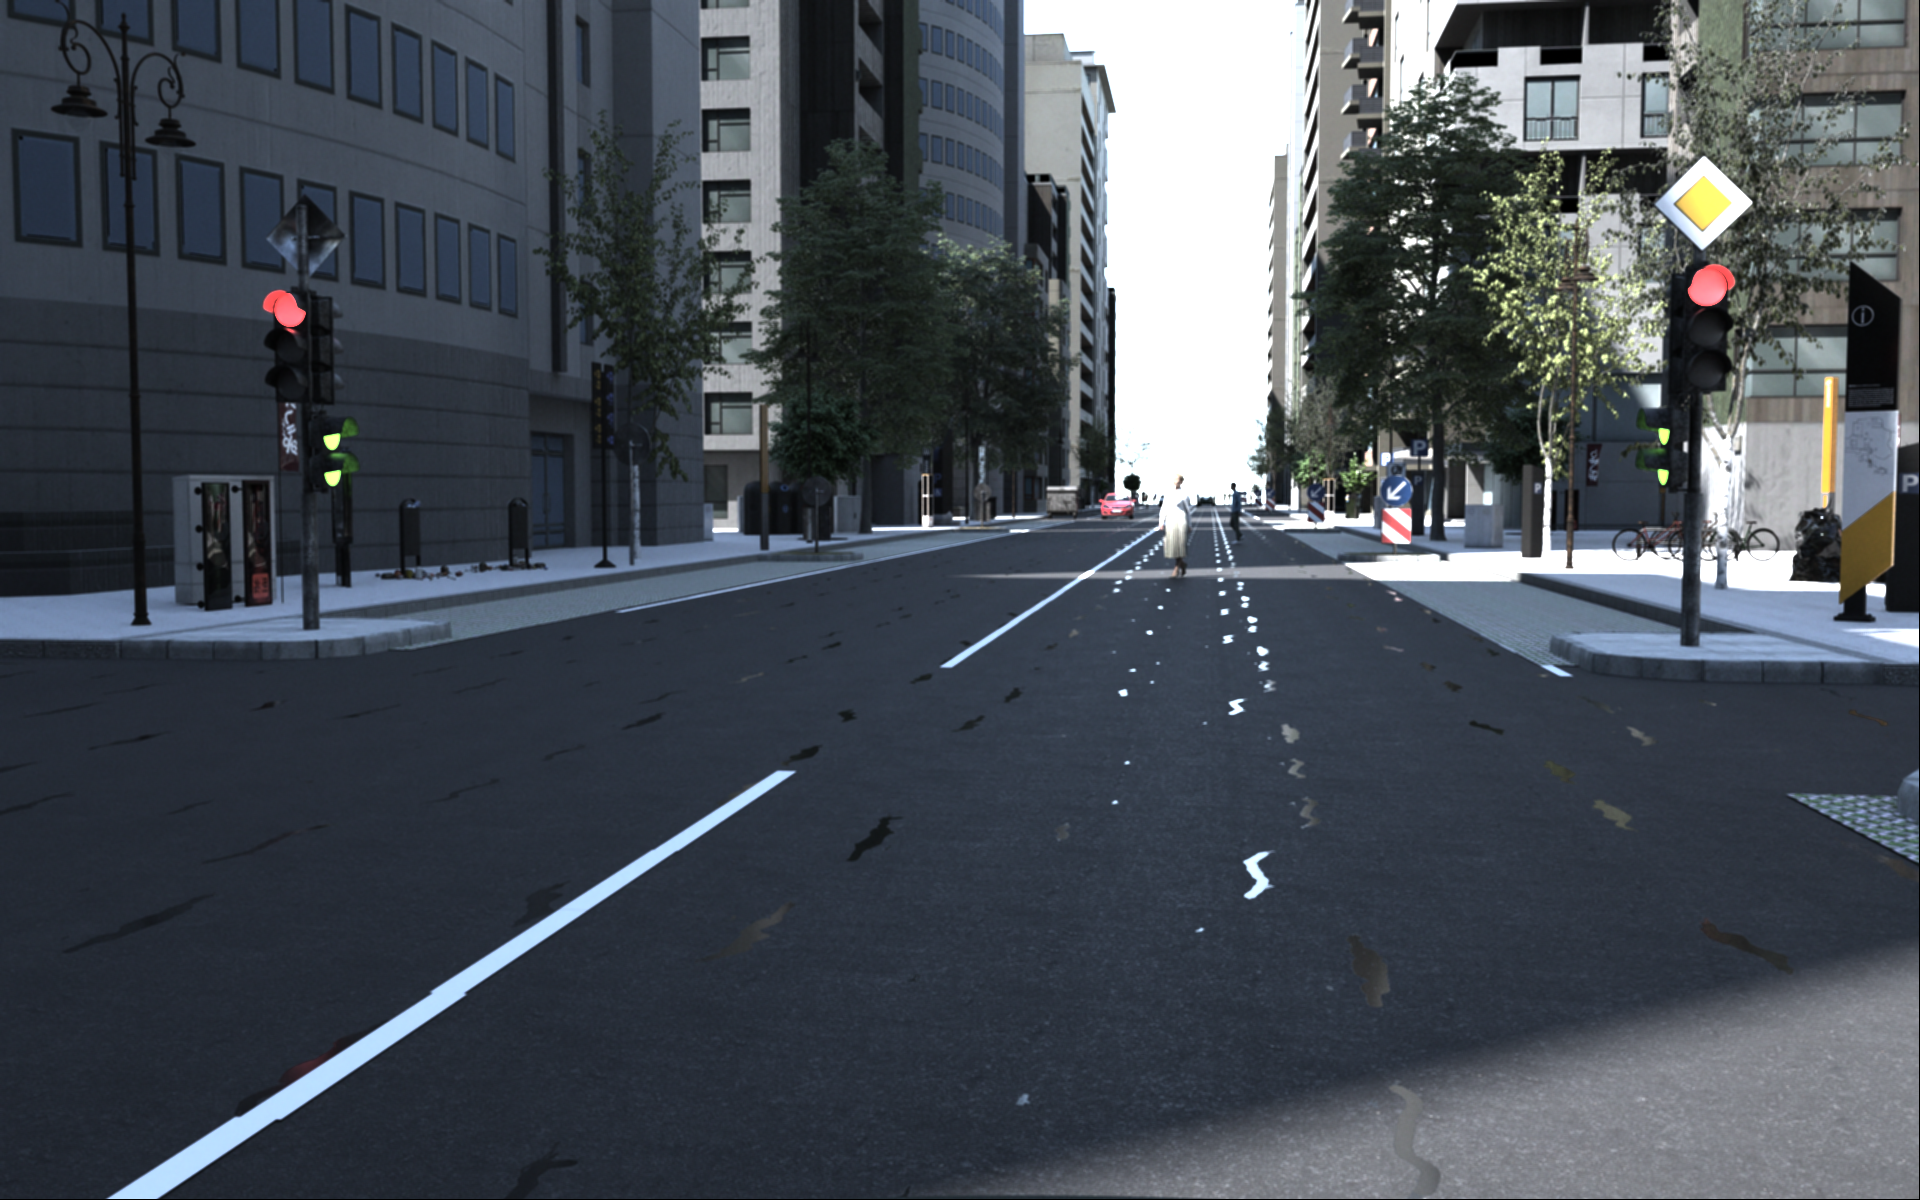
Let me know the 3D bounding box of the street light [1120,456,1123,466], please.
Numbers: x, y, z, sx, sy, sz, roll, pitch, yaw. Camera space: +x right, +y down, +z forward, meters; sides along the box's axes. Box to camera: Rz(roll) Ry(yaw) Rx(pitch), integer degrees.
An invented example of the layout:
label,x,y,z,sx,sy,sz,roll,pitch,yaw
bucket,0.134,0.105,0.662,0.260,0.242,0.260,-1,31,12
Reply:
label,x,y,z,sx,sy,sz,roll,pitch,yaw
street light,18.960,-14.140,203.982,0.468,5.910,1.993,1,4,8

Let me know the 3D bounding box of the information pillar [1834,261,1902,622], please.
label,x,y,z,sx,sy,sz,roll,pitch,yaw
information pillar,9.097,-1.589,17.331,0.504,3.616,0.183,3,5,43

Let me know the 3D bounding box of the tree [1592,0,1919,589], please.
label,x,y,z,sx,sy,sz,roll,pitch,yaw
tree,10.457,-4.464,23.351,4.360,8.622,3.978,0,3,0

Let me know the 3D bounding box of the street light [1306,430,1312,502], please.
label,x,y,z,sx,sy,sz,roll,pitch,yaw
street light,21.410,-8.142,105.911,0.468,5.910,1.993,1,4,8

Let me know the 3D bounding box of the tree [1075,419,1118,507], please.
label,x,y,z,sx,sy,sz,roll,pitch,yaw
tree,12.931,-13.277,167.436,4.737,8.622,4.395,0,3,0

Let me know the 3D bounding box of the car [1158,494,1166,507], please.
label,x,y,z,sx,sy,sz,roll,pitch,yaw
car,23.501,-11.449,196.983,2.009,1.686,4.222,1,4,10

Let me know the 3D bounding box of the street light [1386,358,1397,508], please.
label,x,y,z,sx,sy,sz,roll,pitch,yaw
street light,14.538,-5.237,58.415,0.468,5.910,1.993,1,4,8

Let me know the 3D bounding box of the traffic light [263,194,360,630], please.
label,x,y,z,sx,sy,sz,roll,pitch,yaw
traffic light,-6.130,-1.674,16.291,0.839,4.253,0.868,1,4,8

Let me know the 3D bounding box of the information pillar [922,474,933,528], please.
label,x,y,z,sx,sy,sz,roll,pitch,yaw
information pillar,-1.208,-3.702,65.022,0.304,2.012,0.304,3,5,39

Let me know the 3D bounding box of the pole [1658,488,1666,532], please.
label,x,y,z,sx,sy,sz,roll,pitch,yaw
pole,23.915,-3.982,58.944,0.158,3.312,0.155,0,3,0

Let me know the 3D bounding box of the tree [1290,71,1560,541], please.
label,x,y,z,sx,sy,sz,roll,pitch,yaw
tree,12.819,-7.911,47.466,7.486,12.596,7.792,0,3,0

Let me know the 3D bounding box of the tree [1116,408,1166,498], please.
label,x,y,z,sx,sy,sz,roll,pitch,yaw
tree,24.493,-20.692,248.689,12.009,13.543,11.850,0,3,0

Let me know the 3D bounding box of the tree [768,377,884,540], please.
label,x,y,z,sx,sy,sz,roll,pitch,yaw
tree,-3.850,-3.977,48.736,4.285,4.588,4.351,0,3,0

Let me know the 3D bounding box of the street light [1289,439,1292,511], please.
label,x,y,z,sx,sy,sz,roll,pitch,yaw
street light,25.729,-9.925,135.068,0.468,5.910,1.993,1,4,8

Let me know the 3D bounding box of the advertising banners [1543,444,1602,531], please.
label,x,y,z,sx,sy,sz,roll,pitch,yaw
advertising banners,21.236,-3.913,60.170,2.074,3.025,0.090,0,4,1

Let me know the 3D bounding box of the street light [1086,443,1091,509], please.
label,x,y,z,sx,sy,sz,roll,pitch,yaw
street light,11.093,-10.853,150.236,0.468,5.910,1.993,1,4,8

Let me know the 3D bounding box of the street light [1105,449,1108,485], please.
label,x,y,z,sx,sy,sz,roll,pitch,yaw
street light,14.758,-12.371,175.059,0.468,5.910,1.993,1,4,8

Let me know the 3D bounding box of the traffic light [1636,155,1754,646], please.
label,x,y,z,sx,sy,sz,roll,pitch,yaw
traffic light,6.156,-1.567,14.539,0.839,4.253,0.868,1,4,8

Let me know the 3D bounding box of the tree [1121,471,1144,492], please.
label,x,y,z,sx,sy,sz,roll,pitch,yaw
tree,23.700,-15.547,237.912,4.285,4.588,4.351,0,3,0

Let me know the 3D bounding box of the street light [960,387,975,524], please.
label,x,y,z,sx,sy,sz,roll,pitch,yaw
street light,0.295,-6.218,74.446,0.468,5.910,1.993,1,4,8

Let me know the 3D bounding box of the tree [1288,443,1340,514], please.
label,x,y,z,sx,sy,sz,roll,pitch,yaw
tree,22.713,-7.790,111.074,4.285,4.588,4.351,0,3,0

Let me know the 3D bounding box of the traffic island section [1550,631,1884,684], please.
label,x,y,z,sx,sy,sz,roll,pitch,yaw
traffic island section,6.194,0.467,14.647,2.009,0.180,2.903,1,4,8

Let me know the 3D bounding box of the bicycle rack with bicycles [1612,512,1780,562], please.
label,x,y,z,sx,sy,sz,roll,pitch,yaw
bicycle rack with bicycles,14.258,-1.232,33.533,2.925,0.926,2.852,2,4,24

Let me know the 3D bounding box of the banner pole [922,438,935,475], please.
label,x,y,z,sx,sy,sz,roll,pitch,yaw
banner pole,-1.361,-5.305,76.753,0.863,3.779,0.401,-3,5,-42

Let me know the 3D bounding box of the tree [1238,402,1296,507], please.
label,x,y,z,sx,sy,sz,roll,pitch,yaw
tree,31.865,-14.668,174.241,8.767,10.594,7.601,3,4,39

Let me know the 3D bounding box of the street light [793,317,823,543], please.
label,x,y,z,sx,sy,sz,roll,pitch,yaw
street light,-3.957,-4.439,45.365,0.468,5.910,1.993,1,4,8

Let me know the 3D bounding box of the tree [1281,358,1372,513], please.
label,x,y,z,sx,sy,sz,roll,pitch,yaw
tree,20.086,-8.730,93.097,4.360,8.622,3.978,0,3,0

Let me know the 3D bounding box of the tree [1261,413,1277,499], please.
label,x,y,z,sx,sy,sz,roll,pitch,yaw
tree,23.228,-10.342,119.459,4.360,8.622,3.978,0,3,0

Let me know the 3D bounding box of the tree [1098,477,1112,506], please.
label,x,y,z,sx,sy,sz,roll,pitch,yaw
tree,15.728,-12.011,190.988,1.663,3.219,1.824,0,3,0

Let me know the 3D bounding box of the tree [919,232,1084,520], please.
label,x,y,z,sx,sy,sz,roll,pitch,yaw
tree,0.859,-10.902,84.903,9.857,13.997,8.962,0,3,0

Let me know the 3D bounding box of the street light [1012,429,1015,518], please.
label,x,y,z,sx,sy,sz,roll,pitch,yaw
street light,2.877,-7.327,92.590,0.468,5.910,1.993,1,4,8

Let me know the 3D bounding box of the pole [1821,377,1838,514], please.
label,x,y,z,sx,sy,sz,roll,pitch,yaw
pole,15.233,-2.234,30.362,0.158,3.312,0.155,0,3,0

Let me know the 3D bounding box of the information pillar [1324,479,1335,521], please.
label,x,y,z,sx,sy,sz,roll,pitch,yaw
information pillar,17.937,-4.851,83.807,0.304,2.012,0.304,0,4,-1

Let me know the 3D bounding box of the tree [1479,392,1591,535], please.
label,x,y,z,sx,sy,sz,roll,pitch,yaw
tree,18.198,-4.361,55.008,4.285,4.588,4.351,0,3,0

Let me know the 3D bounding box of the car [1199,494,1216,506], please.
label,x,y,z,sx,sy,sz,roll,pitch,yaw
car,29.772,-12.067,209.098,2.131,1.459,4.920,1,4,10

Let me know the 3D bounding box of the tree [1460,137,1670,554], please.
label,x,y,z,sx,sy,sz,roll,pitch,yaw
tree,12.757,-5.279,36.666,4.737,8.622,4.395,0,3,0

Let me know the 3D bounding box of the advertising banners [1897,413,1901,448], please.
label,x,y,z,sx,sy,sz,roll,pitch,yaw
advertising banners,20.120,-2.493,36.941,0.090,3.025,2.074,1,4,18

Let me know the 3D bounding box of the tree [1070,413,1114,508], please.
label,x,y,z,sx,sy,sz,roll,pitch,yaw
tree,12.031,-12.607,156.493,4.360,8.622,3.978,0,3,0

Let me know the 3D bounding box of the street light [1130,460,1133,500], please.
label,x,y,z,sx,sy,sz,roll,pitch,yaw
street light,23.100,-15.926,233.169,0.468,5.910,1.993,1,4,8

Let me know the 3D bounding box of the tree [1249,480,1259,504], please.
label,x,y,z,sx,sy,sz,roll,pitch,yaw
tree,40.020,-14.742,235.633,1.663,3.219,1.824,0,3,0

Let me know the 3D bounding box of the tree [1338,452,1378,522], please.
label,x,y,z,sx,sy,sz,roll,pitch,yaw
tree,18.230,-5.234,80.173,1.663,3.219,1.824,0,3,0

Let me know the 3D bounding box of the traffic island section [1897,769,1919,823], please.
label,x,y,z,sx,sy,sz,roll,pitch,yaw
traffic island section,5.053,0.950,6.744,2.009,0.180,2.903,1,4,8

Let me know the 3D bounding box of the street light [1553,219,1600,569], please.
label,x,y,z,sx,sy,sz,roll,pitch,yaw
street light,10.402,-3.462,29.386,0.468,5.910,1.993,1,4,8

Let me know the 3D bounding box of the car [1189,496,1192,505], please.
label,x,y,z,sx,sy,sz,roll,pitch,yaw
car,29.116,-13.039,224.993,2.131,1.459,4.920,0,4,8

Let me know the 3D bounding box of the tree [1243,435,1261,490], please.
label,x,y,z,sx,sy,sz,roll,pitch,yaw
tree,35.321,-15.339,201.149,4.360,8.622,3.978,0,3,0

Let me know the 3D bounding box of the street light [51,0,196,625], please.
label,x,y,z,sx,sy,sz,roll,pitch,yaw
street light,-8.032,-2.693,16.812,0.468,5.910,1.993,1,4,8

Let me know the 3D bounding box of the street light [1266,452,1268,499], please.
label,x,y,z,sx,sy,sz,roll,pitch,yaw
street light,33.043,-13.063,186.371,0.468,5.910,1.993,1,4,8

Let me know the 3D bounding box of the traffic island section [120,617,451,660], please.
label,x,y,z,sx,sy,sz,roll,pitch,yaw
traffic island section,-6.168,0.358,16.431,2.009,0.180,2.903,1,4,8

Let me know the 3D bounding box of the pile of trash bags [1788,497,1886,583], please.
label,x,y,z,sx,sy,sz,roll,pitch,yaw
pile of trash bags,13.747,-1.011,26.282,1.912,1.369,3.447,2,4,33

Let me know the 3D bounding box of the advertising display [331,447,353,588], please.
label,x,y,z,sx,sy,sz,roll,pitch,yaw
advertising display,-8.602,-1.155,24.105,0.123,1.923,0.974,-2,4,-29

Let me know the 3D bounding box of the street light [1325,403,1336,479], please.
label,x,y,z,sx,sy,sz,roll,pitch,yaw
street light,18.727,-7.030,87.727,0.468,5.910,1.993,1,4,8

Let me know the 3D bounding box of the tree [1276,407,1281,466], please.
label,x,y,z,sx,sy,sz,roll,pitch,yaw
tree,20.884,-9.238,101.408,4.360,8.622,3.978,0,3,0

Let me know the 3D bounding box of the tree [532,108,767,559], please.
label,x,y,z,sx,sy,sz,roll,pitch,yaw
tree,-6.162,-5.117,34.022,4.737,8.622,4.395,0,3,0

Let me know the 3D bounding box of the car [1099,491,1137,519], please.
label,x,y,z,sx,sy,sz,roll,pitch,yaw
car,9.072,-5.534,99.524,2.155,1.783,4.494,0,4,6

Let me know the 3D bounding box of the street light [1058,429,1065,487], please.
label,x,y,z,sx,sy,sz,roll,pitch,yaw
street light,7.053,-9.081,121.263,0.468,5.910,1.993,1,4,8

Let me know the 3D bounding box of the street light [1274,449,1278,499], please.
label,x,y,z,sx,sy,sz,roll,pitch,yaw
street light,29.815,-11.698,164.052,0.468,5.910,1.993,1,4,8

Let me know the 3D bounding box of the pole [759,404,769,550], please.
label,x,y,z,sx,sy,sz,roll,pitch,yaw
pole,-4.470,-2.793,39.515,0.158,3.312,0.155,0,3,0

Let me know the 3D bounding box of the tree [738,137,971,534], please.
label,x,y,z,sx,sy,sz,roll,pitch,yaw
tree,-3.295,-8.442,56.154,7.486,12.596,7.792,0,3,0

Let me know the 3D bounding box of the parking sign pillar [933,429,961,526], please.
label,x,y,z,sx,sy,sz,roll,pitch,yaw
parking sign pillar,-0.693,-5.041,70.886,1.447,3.967,1.447,1,4,19

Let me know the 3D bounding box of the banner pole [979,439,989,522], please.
label,x,y,z,sx,sy,sz,roll,pitch,yaw
banner pole,1.097,-5.430,78.795,0.401,3.779,0.863,-3,4,-37
